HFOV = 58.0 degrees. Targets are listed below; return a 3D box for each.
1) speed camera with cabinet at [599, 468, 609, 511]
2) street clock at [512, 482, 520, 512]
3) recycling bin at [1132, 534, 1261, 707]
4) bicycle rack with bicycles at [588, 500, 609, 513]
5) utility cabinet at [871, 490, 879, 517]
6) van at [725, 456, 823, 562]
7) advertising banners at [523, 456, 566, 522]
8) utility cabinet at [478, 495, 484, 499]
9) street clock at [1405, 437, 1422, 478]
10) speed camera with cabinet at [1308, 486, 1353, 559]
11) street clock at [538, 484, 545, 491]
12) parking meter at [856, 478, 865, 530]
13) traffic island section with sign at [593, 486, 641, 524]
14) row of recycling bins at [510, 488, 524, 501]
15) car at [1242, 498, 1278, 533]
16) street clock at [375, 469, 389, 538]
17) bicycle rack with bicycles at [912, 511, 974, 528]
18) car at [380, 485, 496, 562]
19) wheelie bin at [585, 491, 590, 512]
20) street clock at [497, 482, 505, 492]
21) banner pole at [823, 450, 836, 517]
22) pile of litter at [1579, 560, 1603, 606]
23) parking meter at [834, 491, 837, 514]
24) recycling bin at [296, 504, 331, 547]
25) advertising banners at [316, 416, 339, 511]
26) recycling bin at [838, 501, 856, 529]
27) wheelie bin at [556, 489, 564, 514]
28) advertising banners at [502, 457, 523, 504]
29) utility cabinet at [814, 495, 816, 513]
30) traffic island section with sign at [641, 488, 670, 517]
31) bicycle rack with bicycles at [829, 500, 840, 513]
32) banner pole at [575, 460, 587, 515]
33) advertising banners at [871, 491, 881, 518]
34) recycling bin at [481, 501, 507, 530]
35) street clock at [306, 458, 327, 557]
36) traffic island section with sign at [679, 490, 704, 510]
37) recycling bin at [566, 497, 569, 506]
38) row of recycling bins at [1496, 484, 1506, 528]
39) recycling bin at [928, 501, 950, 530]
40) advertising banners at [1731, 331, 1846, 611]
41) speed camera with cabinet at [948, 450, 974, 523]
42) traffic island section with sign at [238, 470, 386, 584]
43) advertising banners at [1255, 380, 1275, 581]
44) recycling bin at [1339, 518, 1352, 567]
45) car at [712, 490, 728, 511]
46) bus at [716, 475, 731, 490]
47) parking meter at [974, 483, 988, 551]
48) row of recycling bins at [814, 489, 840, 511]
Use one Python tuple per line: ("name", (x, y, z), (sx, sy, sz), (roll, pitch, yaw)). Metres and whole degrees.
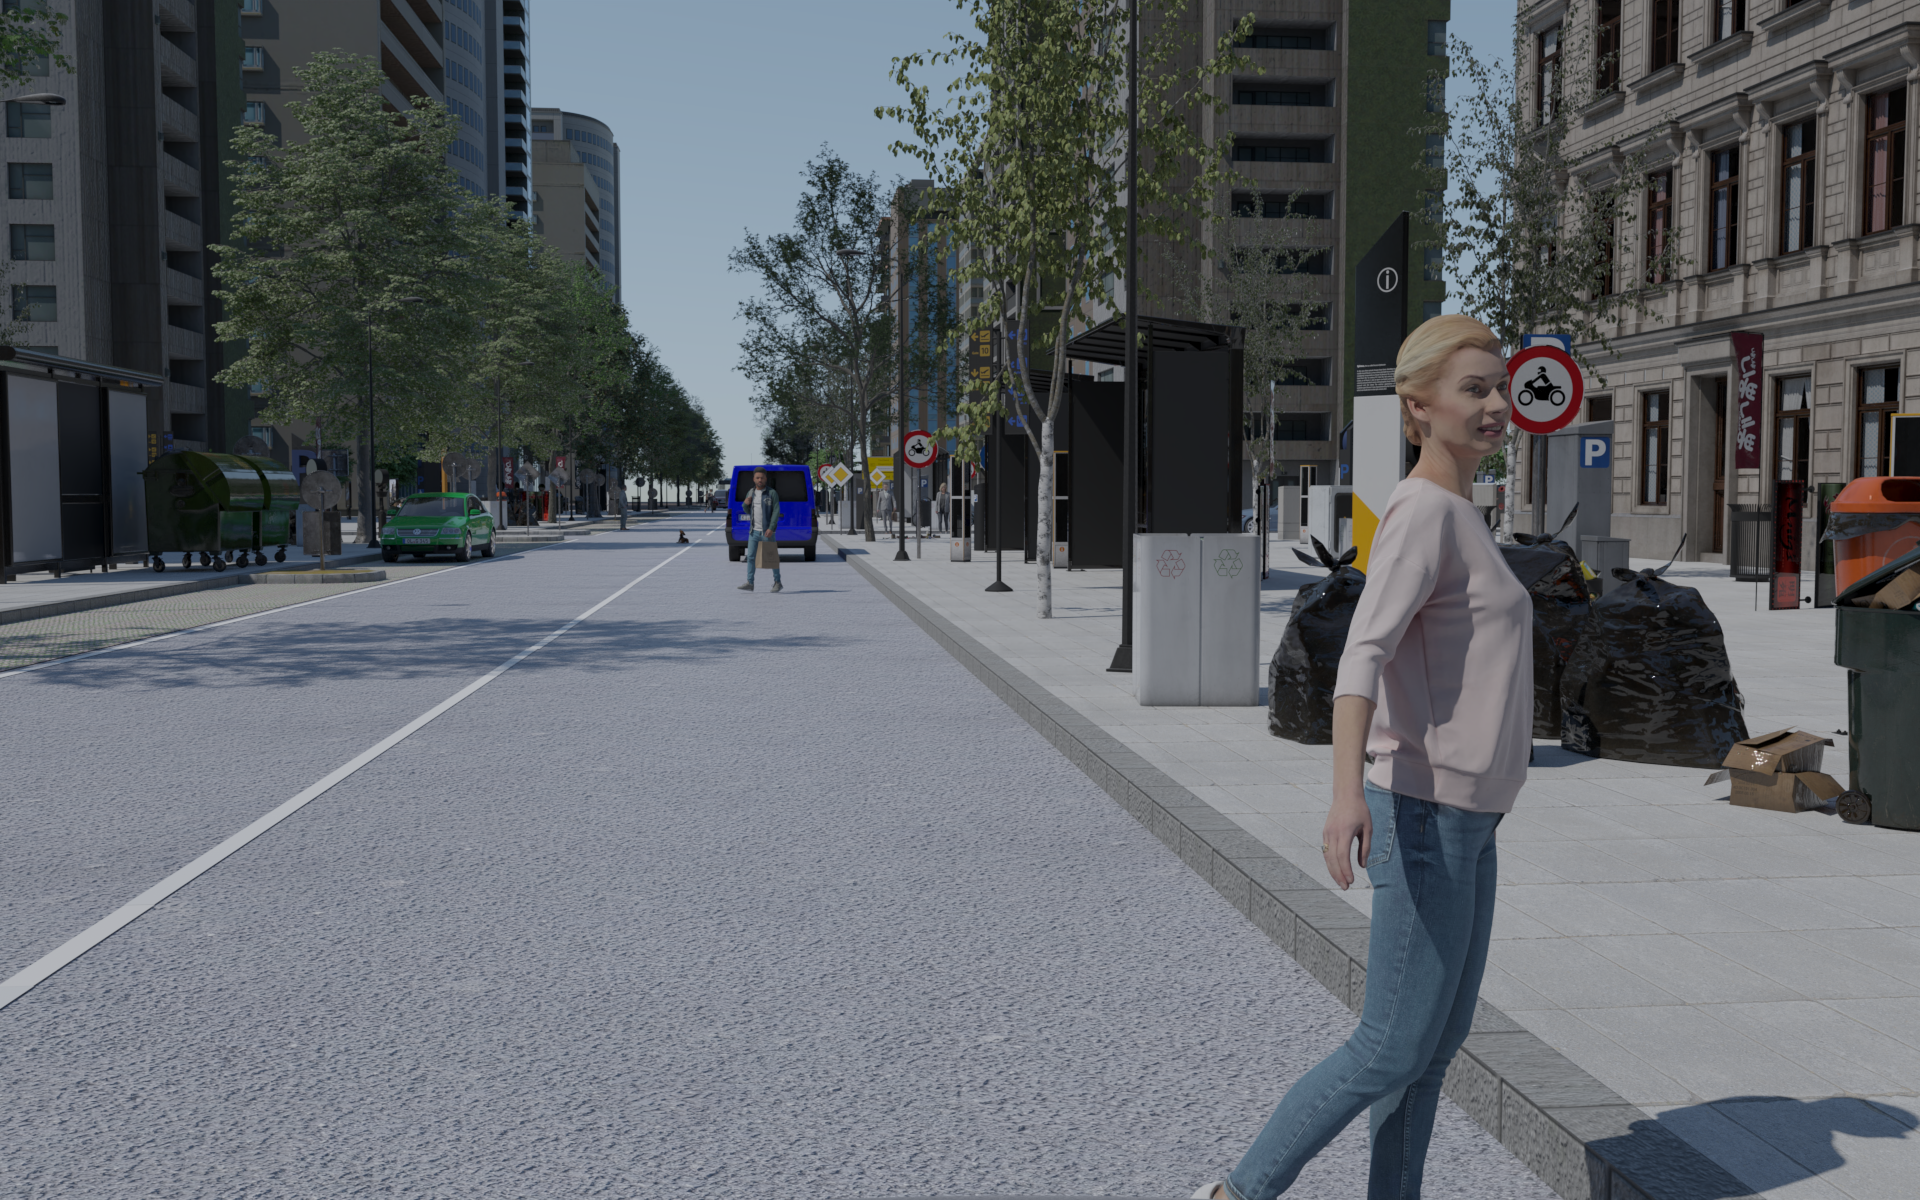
("speed camera with cabinet", (-26.754, -8.413, 131.890), (2.038, 3.252, 0.660), (2, 4, 26))
("street clock", (-25.907, -5.900, 101.040), (0.358, 2.002, 0.471), (2, 4, 26))
("recycling bin", (1.460, 0.109, 10.772), (0.722, 1.027, 0.722), (0, 4, 1))
("bicycle rack with bicycles", (-23.685, -6.202, 114.782), (2.852, 0.926, 2.925), (1, 4, 10))
("utility cabinet", (-5.057, -5.285, 95.081), (1.173, 1.500, 0.318), (0, 4, 3))
("van", (-4.154, -2.088, 38.517), (2.240, 2.365, 5.245), (0, 4, -5))
("advertising banners", (-19.263, -5.164, 80.612), (2.074, 3.025, 0.090), (1, 4, 15))
("utility cabinet", (-32.591, -6.527, 117.874), (0.306, 1.237, 1.020), (-1, 4, -9))
("street clock", (4.506, -0.769, 17.142), (0.471, 2.002, 0.358), (-3, 5, -41))
("speed camera with cabinet", (7.882, -2.469, 34.697), (2.038, 3.252, 0.660), (-3, 4, -37))
("street clock", (-29.149, -7.104, 120.716), (0.471, 2.002, 0.358), (-2, 4, -33))
("parking meter", (-3.532, -3.474, 62.508), (0.399, 1.863, 0.255), (2, 4, 26))
("traffic island section with sign", (-16.570, -4.574, 83.407), (1.989, 1.847, 2.006), (0, 4, -6))
("row of recycling bins", (-29.613, -6.642, 115.705), (3.534, 1.692, 1.069), (3, 5, 42))
("car", (11.428, -2.949, 60.225), (4.499, 1.417, 2.014), (0, 4, -8))
("street clock", (-16.767, -2.794, 50.246), (0.471, 2.002, 0.358), (3, 5, 39))
("bicycle rack with bicycles", (-0.221, -3.224, 66.101), (2.925, 0.926, 2.852), (0, 4, 8))
("car", (-11.288, -1.763, 37.623), (1.959, 1.807, 4.718), (0, 4, -5))
("wheelie bin", (-26.060, -6.990, 122.197), (0.693, 1.594, 0.980), (0, 4, 1))
("street clock", (-27.069, -5.971, 102.189), (0.358, 2.002, 0.471), (2, 4, 33))
("banner pole", (-7.329, -6.595, 97.844), (0.863, 3.779, 0.401), (-3, 4, -37))
("pile of litter", (4.360, 0.089, 12.507), (1.719, 0.858, 1.176), (2, 4, 33))
("parking meter", (-8.022, -6.231, 110.287), (0.372, 1.533, 0.369), (0, 3, 0))
("recycling bin", (-15.863, -1.835, 42.554), (0.722, 1.027, 0.722), (-1, 4, -9))
("advertising banners", (-14.001, -2.576, 38.306), (0.090, 3.025, 2.074), (-2, 4, -31))
("recycling bin", (-4.116, -3.162, 64.246), (0.722, 1.027, 0.722), (-1, 4, -12))
("wheelie bin", (-26.011, -6.349, 111.713), (0.980, 1.594, 0.693), (3, 4, 39))
("advertising banners", (-20.557, -5.238, 81.834), (2.074, 3.025, 0.090), (-1, 4, -20))
("utility cabinet", (-9.788, -6.222, 112.895), (0.306, 1.237, 1.020), (2, 4, 29))
("traffic island section with sign", (-19.542, -6.227, 110.446), (1.989, 1.847, 2.006), (0, 4, -6))
("bicycle rack with bicycles", (-7.344, -6.293, 116.266), (2.852, 0.926, 2.925), (2, 4, 28))
("banner pole", (-23.423, -7.146, 106.850), (0.401, 3.779, 0.863), (3, 5, 43))
("advertising banners", (-3.803, -6.164, 96.962), (2.074, 3.025, 0.090), (-1, 4, -17))
("recycling bin", (-16.846, -3.057, 62.544), (0.722, 1.027, 0.722), (3, 5, 43))
("street clock", (-13.091, -1.878, 35.273), (0.471, 2.002, 0.358), (3, 5, 41))
("traffic island section with sign", (-24.990, -9.266, 160.123), (1.989, 1.847, 2.006), (0, 4, -6))
("recycling bin", (-30.282, -7.328, 132.374), (0.722, 1.027, 0.722), (-1, 4, -23))
("row of recycling bins", (20.631, -3.631, 66.473), (1.069, 1.692, 3.534), (-3, 5, -39))
("recycling bin", (-0.688, -3.047, 62.372), (0.722, 1.027, 0.722), (1, 4, 22))
("advertising banners", (9.168, -1.403, 19.124), (2.074, 3.025, 0.090), (-2, 4, -28))
("speed camera with cabinet", (0.494, -5.074, 77.295), (2.038, 3.252, 0.660), (2, 4, 33))
("traffic island section with sign", (-10.545, -1.209, 28.390), (1.989, 1.847, 2.006), (0, 4, -6))
("advertising banners", (4.614, -1.829, 26.091), (0.090, 3.025, 2.074), (1, 4, 16))
("recycling bin", (4.338, -0.324, 17.859), (0.722, 1.027, 0.722), (0, 4, -1))
("car", (-20.544, -8.680, 150.593), (2.281, 1.827, 5.304), (0, 4, -6))
("bus", (-25.610, -12.211, 194.516), (2.948, 3.499, 13.247), (0, 4, -5))
("parking meter", (0.499, -1.880, 39.157), (0.372, 1.533, 0.369), (0, 3, 0))
("row of recycling bins", (-10.775, -7.647, 132.135), (3.534, 1.692, 1.069), (-1, 4, -10))
